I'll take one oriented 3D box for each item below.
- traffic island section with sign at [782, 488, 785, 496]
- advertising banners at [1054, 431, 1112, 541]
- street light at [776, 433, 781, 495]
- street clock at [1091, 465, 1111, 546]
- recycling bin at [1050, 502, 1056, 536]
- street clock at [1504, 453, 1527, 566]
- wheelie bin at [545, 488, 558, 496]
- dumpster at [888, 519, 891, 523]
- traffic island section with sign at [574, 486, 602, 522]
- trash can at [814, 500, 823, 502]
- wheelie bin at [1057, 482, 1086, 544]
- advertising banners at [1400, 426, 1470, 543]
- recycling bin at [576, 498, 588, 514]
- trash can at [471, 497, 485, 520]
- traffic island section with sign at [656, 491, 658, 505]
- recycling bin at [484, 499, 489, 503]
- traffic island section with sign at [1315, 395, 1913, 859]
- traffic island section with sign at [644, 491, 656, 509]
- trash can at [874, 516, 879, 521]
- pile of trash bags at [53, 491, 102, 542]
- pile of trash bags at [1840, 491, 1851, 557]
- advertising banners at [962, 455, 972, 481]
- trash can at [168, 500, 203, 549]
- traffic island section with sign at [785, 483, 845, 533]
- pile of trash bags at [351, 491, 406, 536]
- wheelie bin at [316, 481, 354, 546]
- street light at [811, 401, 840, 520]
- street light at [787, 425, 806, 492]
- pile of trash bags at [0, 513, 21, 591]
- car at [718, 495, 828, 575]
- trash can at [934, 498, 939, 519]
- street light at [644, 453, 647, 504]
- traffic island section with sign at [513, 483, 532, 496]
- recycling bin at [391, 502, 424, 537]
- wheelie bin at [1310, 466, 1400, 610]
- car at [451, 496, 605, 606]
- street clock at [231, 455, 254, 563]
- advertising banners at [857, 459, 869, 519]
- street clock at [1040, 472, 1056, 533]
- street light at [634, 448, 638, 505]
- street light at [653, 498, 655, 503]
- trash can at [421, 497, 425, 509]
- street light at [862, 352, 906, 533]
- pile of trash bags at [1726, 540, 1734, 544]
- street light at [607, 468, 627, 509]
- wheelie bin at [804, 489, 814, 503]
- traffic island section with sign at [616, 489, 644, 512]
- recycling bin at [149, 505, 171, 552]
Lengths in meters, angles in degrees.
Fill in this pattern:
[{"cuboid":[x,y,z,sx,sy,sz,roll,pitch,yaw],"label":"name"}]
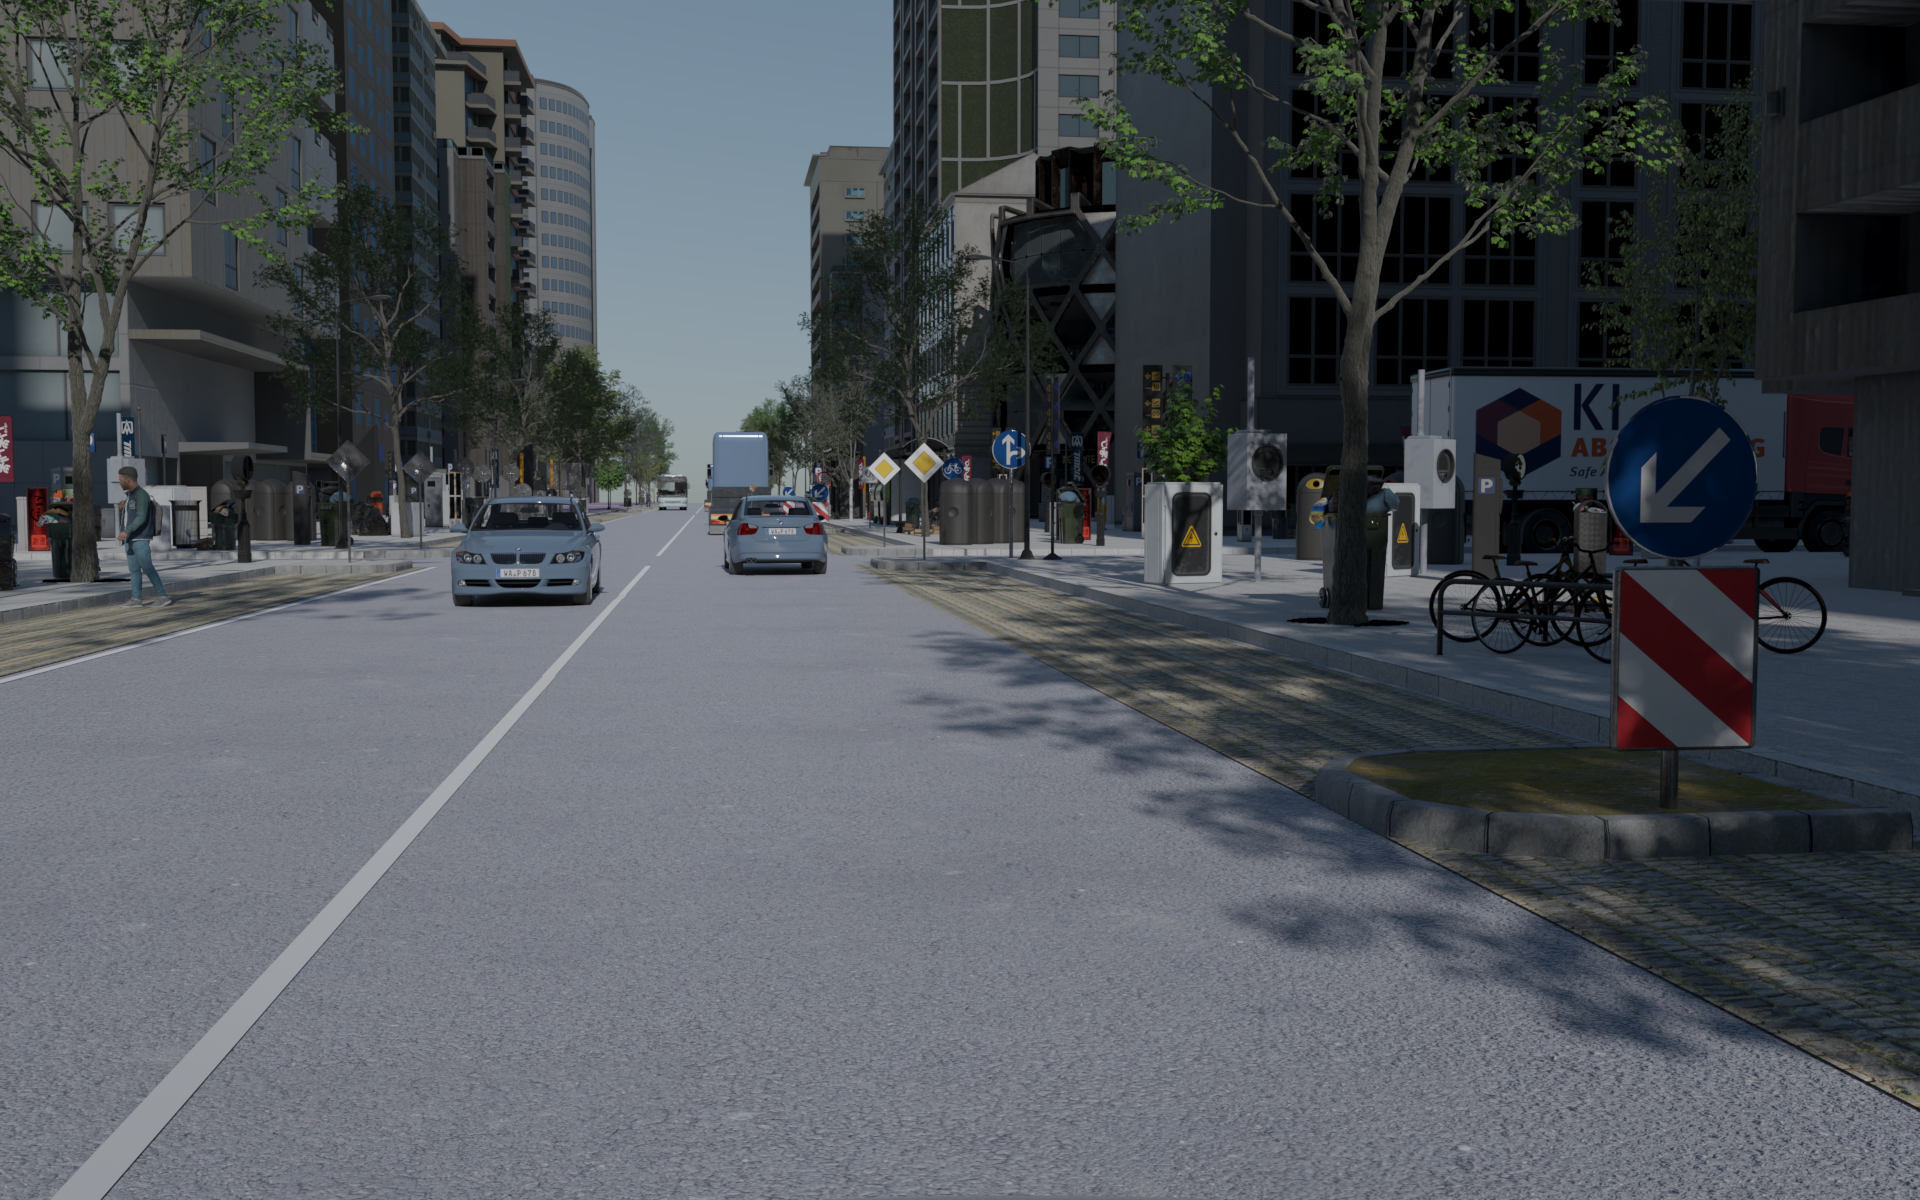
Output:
[{"cuboid":[-9.123,-5.036,90.962,1.989,1.847,2.006,0,4,-8],"label":"traffic island section with sign"},{"cuboid":[3.413,-3.167,47.961,2.074,3.025,0.090,-3,4,-36],"label":"advertising banners"},{"cuboid":[-13.344,-9.799,132.756,1.470,5.913,1.316,0,4,-8],"label":"street light"},{"cuboid":[3.470,-2.334,42.728,0.471,2.002,0.358,1,4,15],"label":"street clock"},{"cuboid":[3.207,-2.459,52.753,0.722,1.027,0.722,-2,4,-30],"label":"recycling bin"},{"cuboid":[9.919,-1.615,30.978,0.358,2.002,0.471,3,5,43],"label":"street clock"},{"cuboid":[-22.878,-5.452,97.051,0.693,1.594,0.980,-2,4,-30],"label":"wheelie bin"},{"cuboid":[-2.825,-4.570,77.219,1.502,2.255,1.985,0,4,-8],"label":"dumpster"},{"cuboid":[-19.515,-4.932,89.263,1.989,1.847,2.006,0,4,-8],"label":"traffic island section with sign"},{"cuboid":[-8.077,-5.384,99.676,0.748,1.137,0.748,0,3,0],"label":"trash can"},{"cuboid":[2.866,-2.251,44.704,0.693,1.594,0.980,0,4,-8],"label":"wheelie bin"},{"cuboid":[12.311,-2.980,44.912,2.074,3.025,0.090,-1,4,-16],"label":"advertising banners"},{"cuboid":[-24.546,-6.093,112.176,0.722,1.027,0.722,1,4,10],"label":"recycling bin"},{"cuboid":[-20.928,-3.874,74.989,0.748,1.137,0.748,0,3,0],"label":"trash can"},{"cuboid":[-37.973,-12.870,219.056,1.989,1.847,2.006,0,4,-8],"label":"traffic island section with sign"},{"cuboid":[-23.482,-4.545,86.859,0.722,1.027,0.722,-3,5,-40],"label":"recycling bin"},{"cuboid":[2.695,0.055,7.728,1.989,1.847,2.006,0,4,-8],"label":"traffic island section with sign"},{"cuboid":[-30.435,-9.625,165.988,1.989,1.847,2.006,0,4,-8],"label":"traffic island section with sign"},{"cuboid":[-3.778,-4.314,82.192,0.748,1.137,0.748,0,3,0],"label":"trash can"},{"cuboid":[-23.855,-2.218,46.017,1.912,1.369,3.447,-2,4,-28],"label":"pile of trash bags"},{"cuboid":[18.979,-1.570,35.417,1.912,1.369,3.447,0,4,3],"label":"pile of trash bags"},{"cuboid":[0.954,-4.992,77.803,2.074,3.025,0.090,2,4,32],"label":"advertising banners"},{"cuboid":[-18.251,-1.785,40.837,0.748,1.137,0.748,0,3,0],"label":"trash can"},{"cuboid":[-5.346,-3.403,64.271,1.989,1.847,2.006,0,4,-8],"label":"traffic island section with sign"},{"cuboid":[-18.229,-2.739,54.538,1.912,1.369,3.447,-2,4,-25],"label":"pile of trash bags"},{"cuboid":[-15.330,-2.118,42.530,0.980,1.594,0.693,1,4,22],"label":"wheelie bin"},{"cuboid":[-6.714,-6.967,86.455,1.470,5.913,1.316,0,4,-8],"label":"street light"},{"cuboid":[-10.880,-8.768,115.901,1.470,5.913,1.316,0,4,-8],"label":"street light"},{"cuboid":[-13.384,-0.780,22.508,1.912,1.369,3.447,-1,4,-22],"label":"pile of trash bags"},{"cuboid":[-3.460,-1.230,32.117,2.014,1.417,4.499,-1,4,-10],"label":"car"},{"cuboid":[-0.531,-2.915,59.319,0.748,1.137,0.748,0,3,0],"label":"trash can"},{"cuboid":[-36.428,-13.784,197.907,1.470,5.913,1.316,0,4,-8],"label":"street light"},{"cuboid":[-15.677,-3.278,62.216,1.989,1.847,2.006,0,4,-8],"label":"traffic island section with sign"},{"cuboid":[-16.655,-2.425,52.208,0.722,1.027,0.722,1,4,13],"label":"recycling bin"},{"cuboid":[4.430,-0.698,19.317,0.980,1.594,0.693,0,4,-5],"label":"wheelie bin"},{"cuboid":[-5.866,-0.717,23.734,2.014,1.417,4.499,-1,4,-9],"label":"car"},{"cuboid":[-13.326,-1.690,32.209,0.358,2.002,0.471,0,4,3],"label":"street clock"},{"cuboid":[-4.525,-5.602,87.775,0.090,3.025,2.074,3,4,39],"label":"advertising banners"},{"cuboid":[2.926,-3.240,57.538,0.471,2.002,0.358,-2,4,-23],"label":"street clock"},{"cuboid":[-33.200,-12.392,175.155,1.470,5.913,1.316,0,4,-8],"label":"street light"},{"cuboid":[-40.641,-15.584,227.346,1.470,5.913,1.316,0,4,-8],"label":"street light"},{"cuboid":[-29.056,-5.015,93.657,0.748,1.137,0.748,0,3,0],"label":"trash can"},{"cuboid":[-2.497,-5.147,56.700,1.470,5.913,1.316,0,4,-8],"label":"street light"},{"cuboid":[18.524,-2.198,45.697,3.447,1.369,1.912,1,4,20],"label":"pile of trash bags"},{"cuboid":[-28.976,-10.570,145.356,1.470,5.913,1.316,0,4,-8],"label":"street light"},{"cuboid":[-9.394,-6.170,108.787,0.693,1.594,0.980,1,4,10],"label":"wheelie bin"},{"cuboid":[-26.581,-7.970,138.929,1.989,1.847,2.006,0,4,-8],"label":"traffic island section with sign"},{"cuboid":[-18.116,-1.610,38.884,0.722,1.027,0.722,-2,4,-24],"label":"recycling bin"}]
